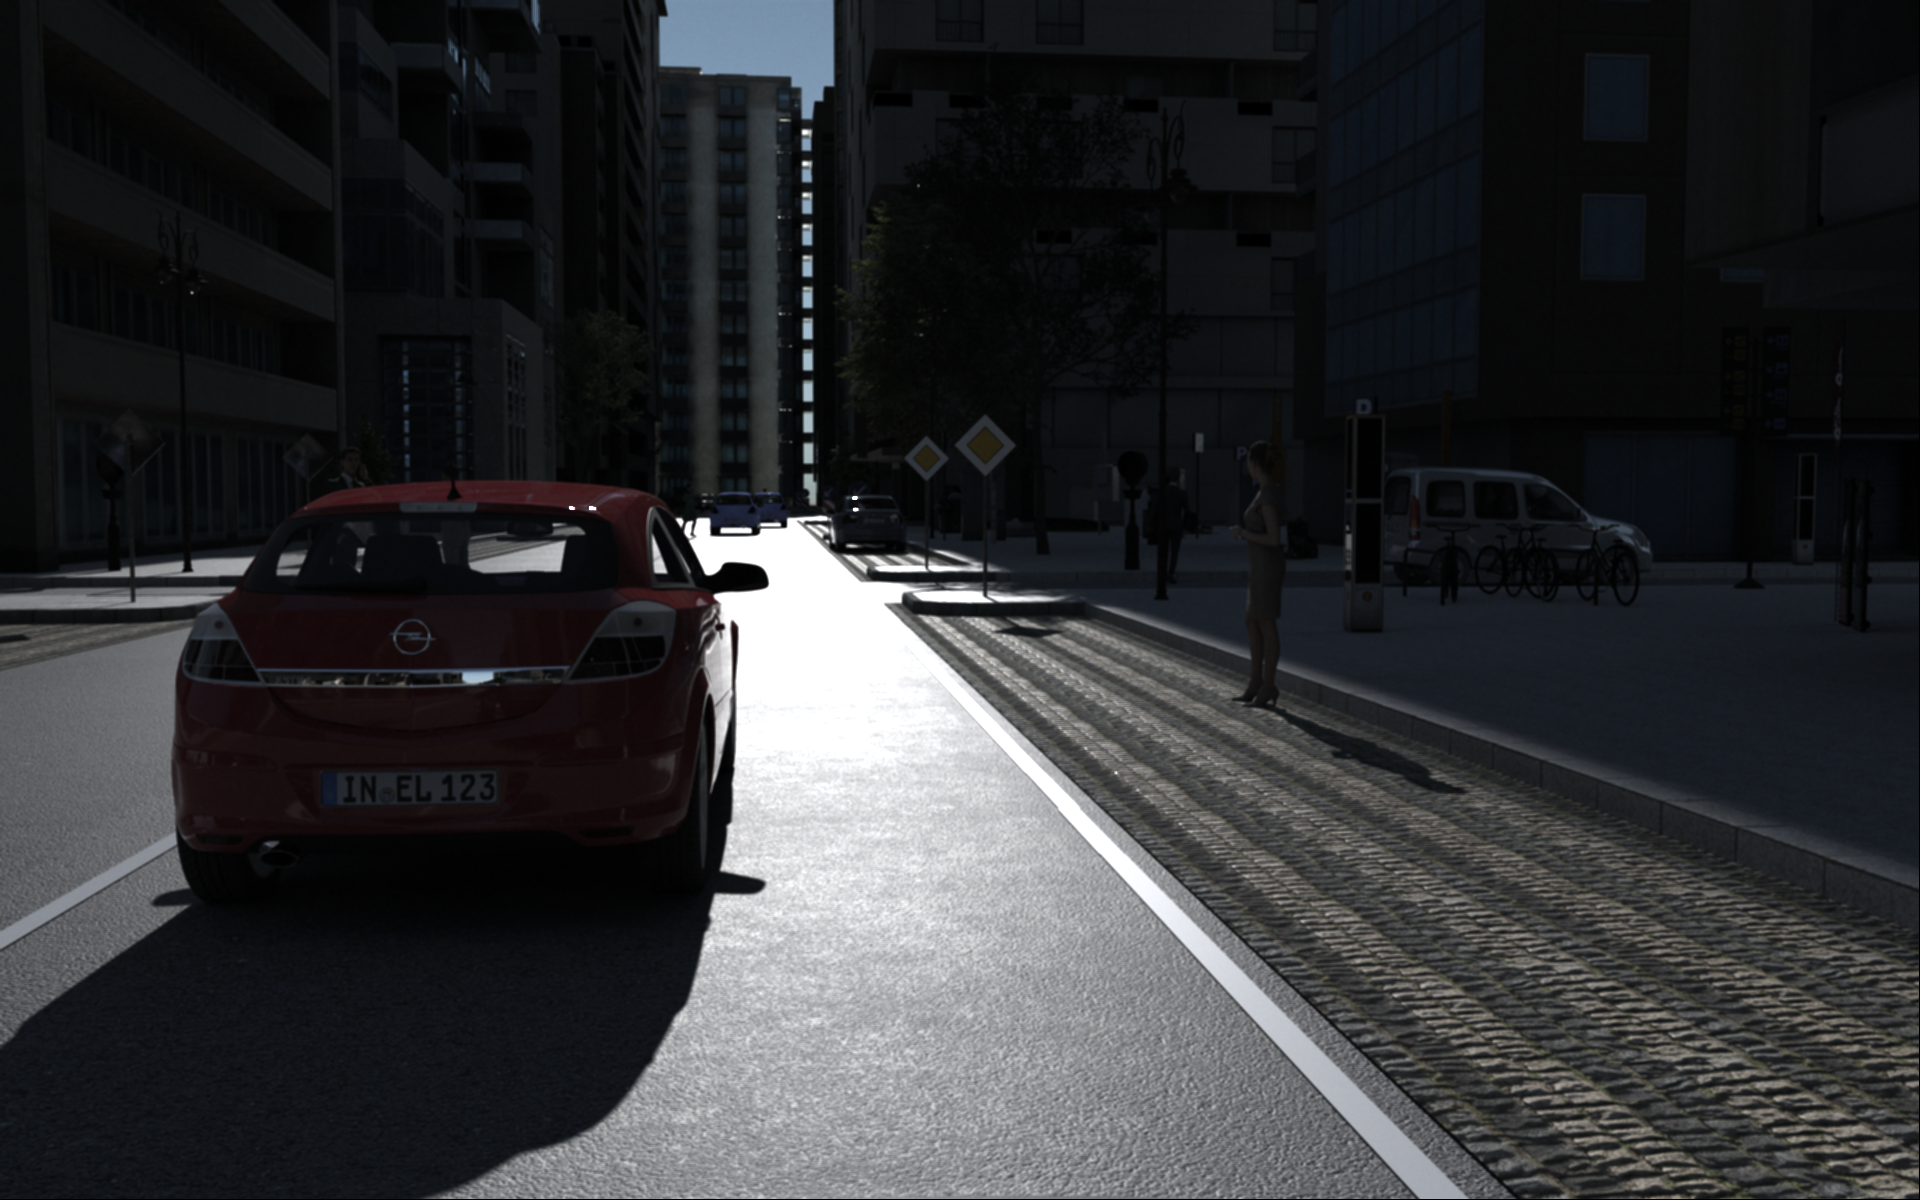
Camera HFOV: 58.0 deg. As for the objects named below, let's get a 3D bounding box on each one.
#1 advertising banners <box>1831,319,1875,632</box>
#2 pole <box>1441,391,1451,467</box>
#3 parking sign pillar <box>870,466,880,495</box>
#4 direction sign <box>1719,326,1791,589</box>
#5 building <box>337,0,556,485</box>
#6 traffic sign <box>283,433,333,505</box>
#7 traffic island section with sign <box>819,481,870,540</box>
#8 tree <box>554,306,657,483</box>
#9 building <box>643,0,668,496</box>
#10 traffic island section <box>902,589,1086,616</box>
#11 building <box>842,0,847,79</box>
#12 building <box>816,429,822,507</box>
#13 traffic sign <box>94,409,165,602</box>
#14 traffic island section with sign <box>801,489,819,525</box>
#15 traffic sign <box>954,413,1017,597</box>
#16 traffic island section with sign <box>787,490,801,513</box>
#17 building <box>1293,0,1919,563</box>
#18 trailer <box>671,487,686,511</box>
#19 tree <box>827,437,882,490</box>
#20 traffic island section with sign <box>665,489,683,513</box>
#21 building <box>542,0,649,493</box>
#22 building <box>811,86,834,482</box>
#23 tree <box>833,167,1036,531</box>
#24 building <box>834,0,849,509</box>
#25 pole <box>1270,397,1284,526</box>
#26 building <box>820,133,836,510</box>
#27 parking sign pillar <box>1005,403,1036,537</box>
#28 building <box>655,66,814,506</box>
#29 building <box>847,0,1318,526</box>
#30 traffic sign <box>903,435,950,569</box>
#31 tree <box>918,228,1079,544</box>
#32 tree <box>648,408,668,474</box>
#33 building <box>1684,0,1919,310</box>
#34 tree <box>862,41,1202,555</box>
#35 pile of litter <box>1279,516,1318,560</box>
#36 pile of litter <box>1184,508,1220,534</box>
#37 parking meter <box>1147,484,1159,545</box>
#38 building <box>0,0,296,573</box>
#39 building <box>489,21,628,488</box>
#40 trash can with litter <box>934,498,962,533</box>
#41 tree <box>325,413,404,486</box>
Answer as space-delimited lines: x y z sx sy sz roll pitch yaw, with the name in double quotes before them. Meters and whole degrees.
"advertising banners" 8.666 -1.264 16.862 0.090 3.025 2.074 1 4 18
"pole" 9.591 -2.470 34.232 0.158 3.312 0.155 0 3 0
"parking sign pillar" -5.103 -7.035 103.497 1.447 3.967 1.447 -1 4 -10
"direction sign" 10.763 -1.928 23.515 0.876 3.537 0.379 0 4 7
"building" -27.885 -46.256 68.954 22.319 86.520 31.000 0 4 -6
"traffic sign" -10.706 -1.518 28.454 0.795 2.450 0.064 0 4 -6
"traffic island section with sign" -3.306 -2.800 54.405 1.989 1.847 2.006 0 4 -6
"tree" -20.773 -10.342 94.849 9.928 11.665 9.643 0 3 0
"building" -41.741 -34.997 161.438 27.495 52.752 28.713 0 4 -6
"traffic island section" 0.335 0.035 21.702 2.009 0.180 2.903 0 4 -6
"building" -0.400 -28.298 112.786 14.600 45.320 14.200 0 4 -6
"building" -2.215 -52.081 164.197 22.319 86.520 31.000 0 4 -6
"traffic sign" -9.822 -1.032 20.518 0.795 2.450 0.064 0 4 -6
"traffic island section with sign" -6.318 -4.451 81.401 1.989 1.847 2.006 0 4 -6
"traffic sign" 0.312 -1.100 21.622 0.795 2.450 0.064 0 4 -6
"traffic island section with sign" -11.822 -7.470 130.769 1.989 1.847 2.006 0 4 -6
"building" 16.473 -23.722 37.962 14.200 45.320 14.600 0 4 -6
"trailer" -23.328 -8.376 143.999 1.471 1.999 3.904 0 4 -7
"tree" -6.033 -7.117 100.077 4.285 4.588 4.351 0 3 0
"traffic island section with sign" -21.670 -7.404 129.686 1.989 1.847 2.006 0 4 -6
"building" -34.526 -30.758 126.593 21.300 48.544 21.600 0 4 -6
"building" -9.293 -33.290 194.394 14.200 45.320 14.600 0 4 -6
"tree" -1.125 -8.727 60.811 7.486 12.596 7.792 0 3 0
"building" -2.282 -27.171 127.841 14.154 41.232 14.086 0 4 -6
"pole" 6.647 -2.602 36.383 0.158 3.312 0.155 0 3 0
"building" -4.461 -22.667 142.305 14.160 30.474 14.107 0 4 -6
"parking sign pillar" 1.771 -3.871 51.769 1.447 3.967 1.447 -1 4 -21
"building" -32.162 -35.313 196.975 30.456 49.044 23.786 0 4 -6
"building" 8.677 -30.118 81.668 28.713 52.752 27.495 0 4 -6
"traffic sign" -0.572 -1.585 29.558 0.795 2.450 0.064 0 4 -6
"tree" 0.893 -5.727 43.993 4.360 8.622 3.978 0 3 0
"tree" -26.484 -11.817 143.562 4.360 8.622 3.978 0 3 0
"building" 11.798 -19.808 7.458 14.154 41.232 14.086 0 4 -6
"tree" 1.427 -6.246 36.531 7.601 10.594 8.767 0 4 -8
"pile of litter" 6.456 -1.249 34.380 1.719 0.858 1.176 -3 4 -38
"pile of litter" 7.601 -2.546 55.587 1.719 0.858 1.176 -1 4 -16
"parking meter" 4.919 -2.158 43.697 0.372 1.533 0.369 0 3 0
"building" -26.674 -25.205 35.801 21.300 48.544 21.600 0 4 -6
"building" -28.846 -20.658 109.468 14.160 30.474 14.107 0 4 -6
"trash can with litter" -0.280 -2.761 56.536 1.055 1.170 0.624 -3 5 -41
"tree" -14.264 -2.878 41.655 1.663 3.219 1.824 0 3 0
